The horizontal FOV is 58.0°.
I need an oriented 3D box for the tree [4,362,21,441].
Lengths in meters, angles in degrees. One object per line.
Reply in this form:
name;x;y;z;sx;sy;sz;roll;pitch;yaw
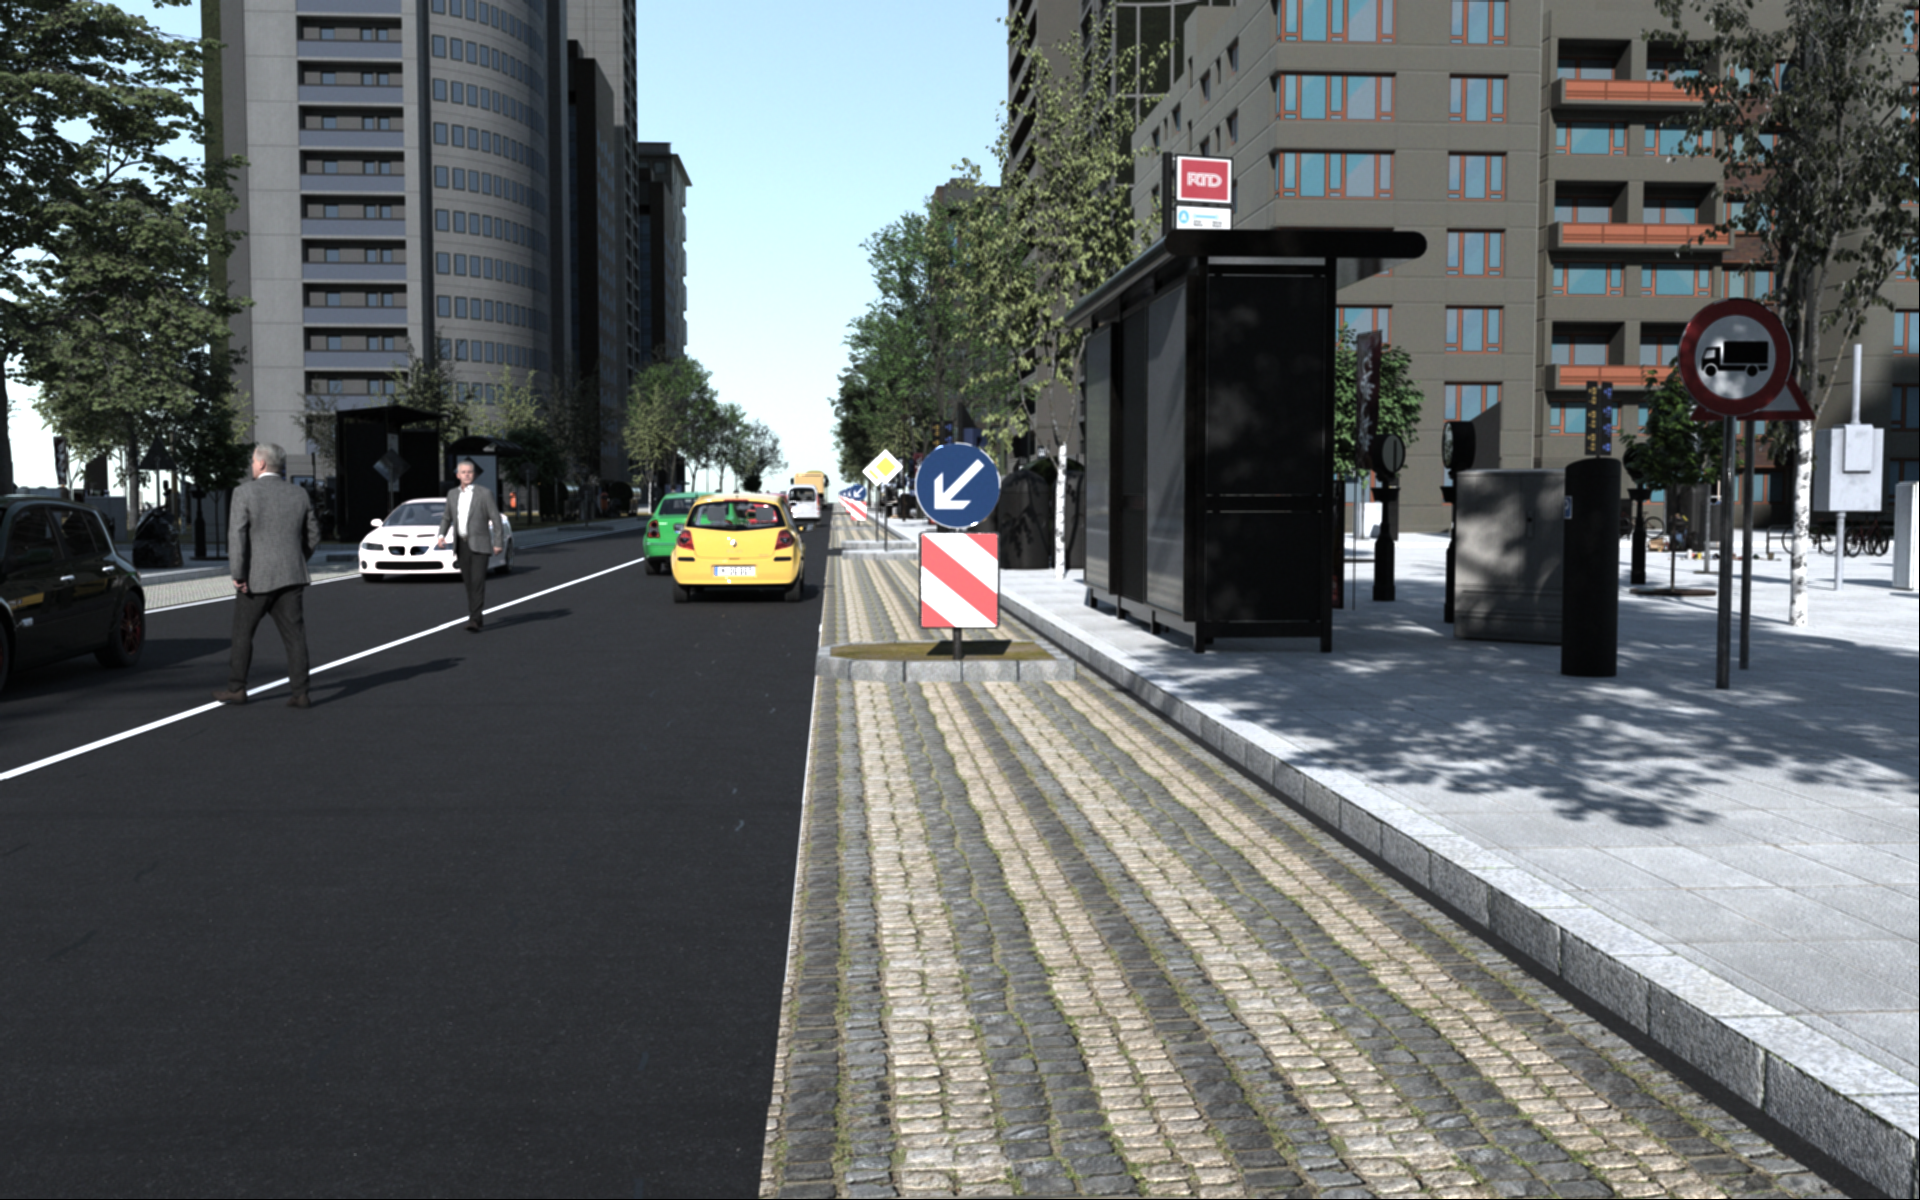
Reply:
tree;-44.801;-7.858;78.835;4.360;8.622;3.978;0;3;0

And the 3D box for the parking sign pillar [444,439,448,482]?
parking sign pillar;-24.914;-5.934;85.490;1.447;3.967;1.447;1;4;16

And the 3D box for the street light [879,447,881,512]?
street light;-5.618;-9.060;120.916;0.468;5.910;1.993;0;4;-4

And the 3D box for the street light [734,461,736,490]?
street light;-26.599;-14.213;205.163;0.468;5.910;1.993;0;4;-4

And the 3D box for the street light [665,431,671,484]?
street light;-20.669;-9.163;122.608;0.468;5.910;1.993;0;4;-4

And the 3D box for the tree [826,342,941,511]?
tree;-5.545;-13.950;134.734;9.857;13.997;8.962;0;3;0

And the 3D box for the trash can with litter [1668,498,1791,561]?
trash can with litter;15.154;-1.397;33.891;2.233;1.210;1.678;2;4;31

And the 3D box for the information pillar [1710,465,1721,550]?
information pillar;17.444;-2.165;39.887;0.304;2.012;0.304;-2;4;-27

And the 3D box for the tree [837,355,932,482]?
tree;-4.637;-11.031;114.768;7.601;10.594;8.767;0;4;5

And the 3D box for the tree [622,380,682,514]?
tree;-20.142;-9.912;112.420;4.737;8.622;4.395;0;3;0

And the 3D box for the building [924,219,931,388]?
building;5.882;-37.469;267.235;22.147;44.769;28.867;0;4;-4

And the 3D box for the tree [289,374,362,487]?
tree;-39.210;-9.609;107.472;4.360;8.622;3.978;0;3;0

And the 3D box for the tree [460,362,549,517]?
tree;-24.565;-8.909;96.025;4.737;8.622;4.395;0;3;0

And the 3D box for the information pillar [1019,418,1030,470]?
information pillar;1.898;-3.651;51.052;0.183;3.616;0.504;-2;4;-29

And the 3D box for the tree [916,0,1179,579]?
tree;1.464;-4.642;26.252;4.737;8.622;4.395;0;3;0

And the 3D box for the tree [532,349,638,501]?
tree;-19.058;-8.366;87.151;4.360;8.622;3.978;0;3;0

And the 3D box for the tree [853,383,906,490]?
tree;-3.923;-9.591;107.168;4.737;8.622;4.395;0;3;0

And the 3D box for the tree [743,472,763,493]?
tree;-31.146;-16.881;259.719;4.285;4.588;4.351;0;3;0

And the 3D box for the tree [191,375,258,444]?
tree;-44.905;-9.495;105.607;4.737;8.622;4.395;0;3;0

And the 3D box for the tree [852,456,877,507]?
tree;-9.149;-13.987;179.050;4.360;8.622;3.978;0;3;0

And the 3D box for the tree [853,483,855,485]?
tree;-15.118;-15.808;253.061;1.663;3.219;1.824;0;3;0

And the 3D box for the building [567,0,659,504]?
building;-49.864;-47.963;222.451;20.563;71.187;20.611;0;4;-4

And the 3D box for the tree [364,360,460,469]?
tree;-30.459;-9.058;98.464;4.737;8.622;4.395;0;3;0

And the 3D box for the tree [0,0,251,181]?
tree;-14.702;-6.559;25.368;7.486;12.596;7.792;0;3;0

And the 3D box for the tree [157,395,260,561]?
tree;-14.395;-2.394;33.742;1.663;3.219;1.824;0;3;0

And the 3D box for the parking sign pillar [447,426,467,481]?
parking sign pillar;-19.751;-4.970;69.729;1.447;3.967;1.447;-1;4;-16

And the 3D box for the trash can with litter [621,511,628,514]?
trash can with litter;-21.707;-6.080;110.794;1.055;1.170;0.624;0;4;-8

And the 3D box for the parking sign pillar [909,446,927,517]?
parking sign pillar;-2.603;-6.649;97.180;1.447;3.967;1.447;0;4;0

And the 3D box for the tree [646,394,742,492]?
tree;-23.508;-13.299;151.845;8.767;10.594;7.601;-1;4;-15

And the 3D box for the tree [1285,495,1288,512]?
tree;16.813;-5.764;88.846;1.663;3.219;1.824;0;3;0

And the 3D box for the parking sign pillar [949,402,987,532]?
parking sign pillar;0.389;-3.846;51.357;1.447;3.967;1.447;2;4;24

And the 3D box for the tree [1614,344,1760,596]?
tree;9.010;-1.679;22.049;1.663;3.219;1.824;0;3;0

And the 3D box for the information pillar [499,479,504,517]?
information pillar;-21.750;-4.727;81.775;0.304;2.012;0.304;-2;4;-31

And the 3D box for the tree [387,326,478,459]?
tree;-23.374;-7.697;76.207;4.360;8.622;3.978;0;3;0

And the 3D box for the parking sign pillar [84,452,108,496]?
parking sign pillar;-53.397;-7.251;107.025;1.447;3.967;1.447;3;5;42

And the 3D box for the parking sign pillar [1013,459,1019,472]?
parking sign pillar;4.124;-8.042;119.966;1.447;3.967;1.447;-1;4;-22

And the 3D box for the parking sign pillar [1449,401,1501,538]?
parking sign pillar;15.014;-3.788;50.408;1.447;3.967;1.447;1;4;15

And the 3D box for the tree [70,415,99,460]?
tree;-39.123;-7.946;80.286;4.360;8.622;3.978;0;3;0

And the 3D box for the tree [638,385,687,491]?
tree;-20.708;-10.248;117.920;4.360;8.622;3.978;0;3;0

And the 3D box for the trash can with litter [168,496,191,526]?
trash can with litter;-31.004;-3.567;69.372;2.233;1.210;1.678;-1;4;-18

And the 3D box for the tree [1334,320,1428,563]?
tree;7.212;-3.003;32.818;4.285;4.588;4.351;0;3;0

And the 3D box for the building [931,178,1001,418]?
building;3.154;-36.398;245.217;14.600;45.320;14.200;0;4;-4

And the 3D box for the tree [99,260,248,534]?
tree;-24.758;-6.399;54.982;4.360;8.622;3.978;0;3;0

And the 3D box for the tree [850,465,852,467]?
tree;-13.861;-17.593;238.005;4.737;8.622;4.395;0;3;0

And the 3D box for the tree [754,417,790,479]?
tree;-32.476;-22.273;274.539;12.009;13.543;11.850;0;3;0

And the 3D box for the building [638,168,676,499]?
building;-47.298;-36.148;241.127;14.600;45.320;14.200;0;4;-4

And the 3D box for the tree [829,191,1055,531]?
tree;-0.519;-8.201;59.848;9.928;11.665;9.643;0;3;0

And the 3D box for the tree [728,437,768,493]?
tree;-26.708;-15.857;209.627;4.737;8.622;4.395;0;3;0

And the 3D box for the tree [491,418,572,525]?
tree;-18.234;-5.470;73.151;4.285;4.588;4.351;0;3;0

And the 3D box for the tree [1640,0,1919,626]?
tree;8.436;-4.057;16.699;4.360;8.622;3.978;0;3;0

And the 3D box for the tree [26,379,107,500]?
tree;-44.548;-8.361;87.067;4.737;8.622;4.395;0;3;0

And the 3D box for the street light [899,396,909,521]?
street light;-2.650;-6.666;81.780;0.468;5.910;1.993;0;4;-4

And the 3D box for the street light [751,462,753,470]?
street light;-29.287;-16.572;243.745;0.468;5.910;1.993;0;4;-4

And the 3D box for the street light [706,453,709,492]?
street light;-23.431;-11.489;160.626;0.468;5.910;1.993;0;4;-4

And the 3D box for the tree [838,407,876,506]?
tree;-9.586;-16.629;190.014;7.486;12.596;7.792;0;3;0

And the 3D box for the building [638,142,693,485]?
building;-55.619;-41.135;261.789;28.713;52.752;27.495;0;4;-4

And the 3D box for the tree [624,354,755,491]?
tree;-21.159;-12.367;127.952;9.928;11.665;9.643;0;3;0

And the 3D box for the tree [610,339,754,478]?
tree;-23.097;-13.940;138.282;12.009;13.543;11.850;0;3;0

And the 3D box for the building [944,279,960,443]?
building;4.774;-28.106;231.235;14.160;30.474;14.107;0;4;-4
